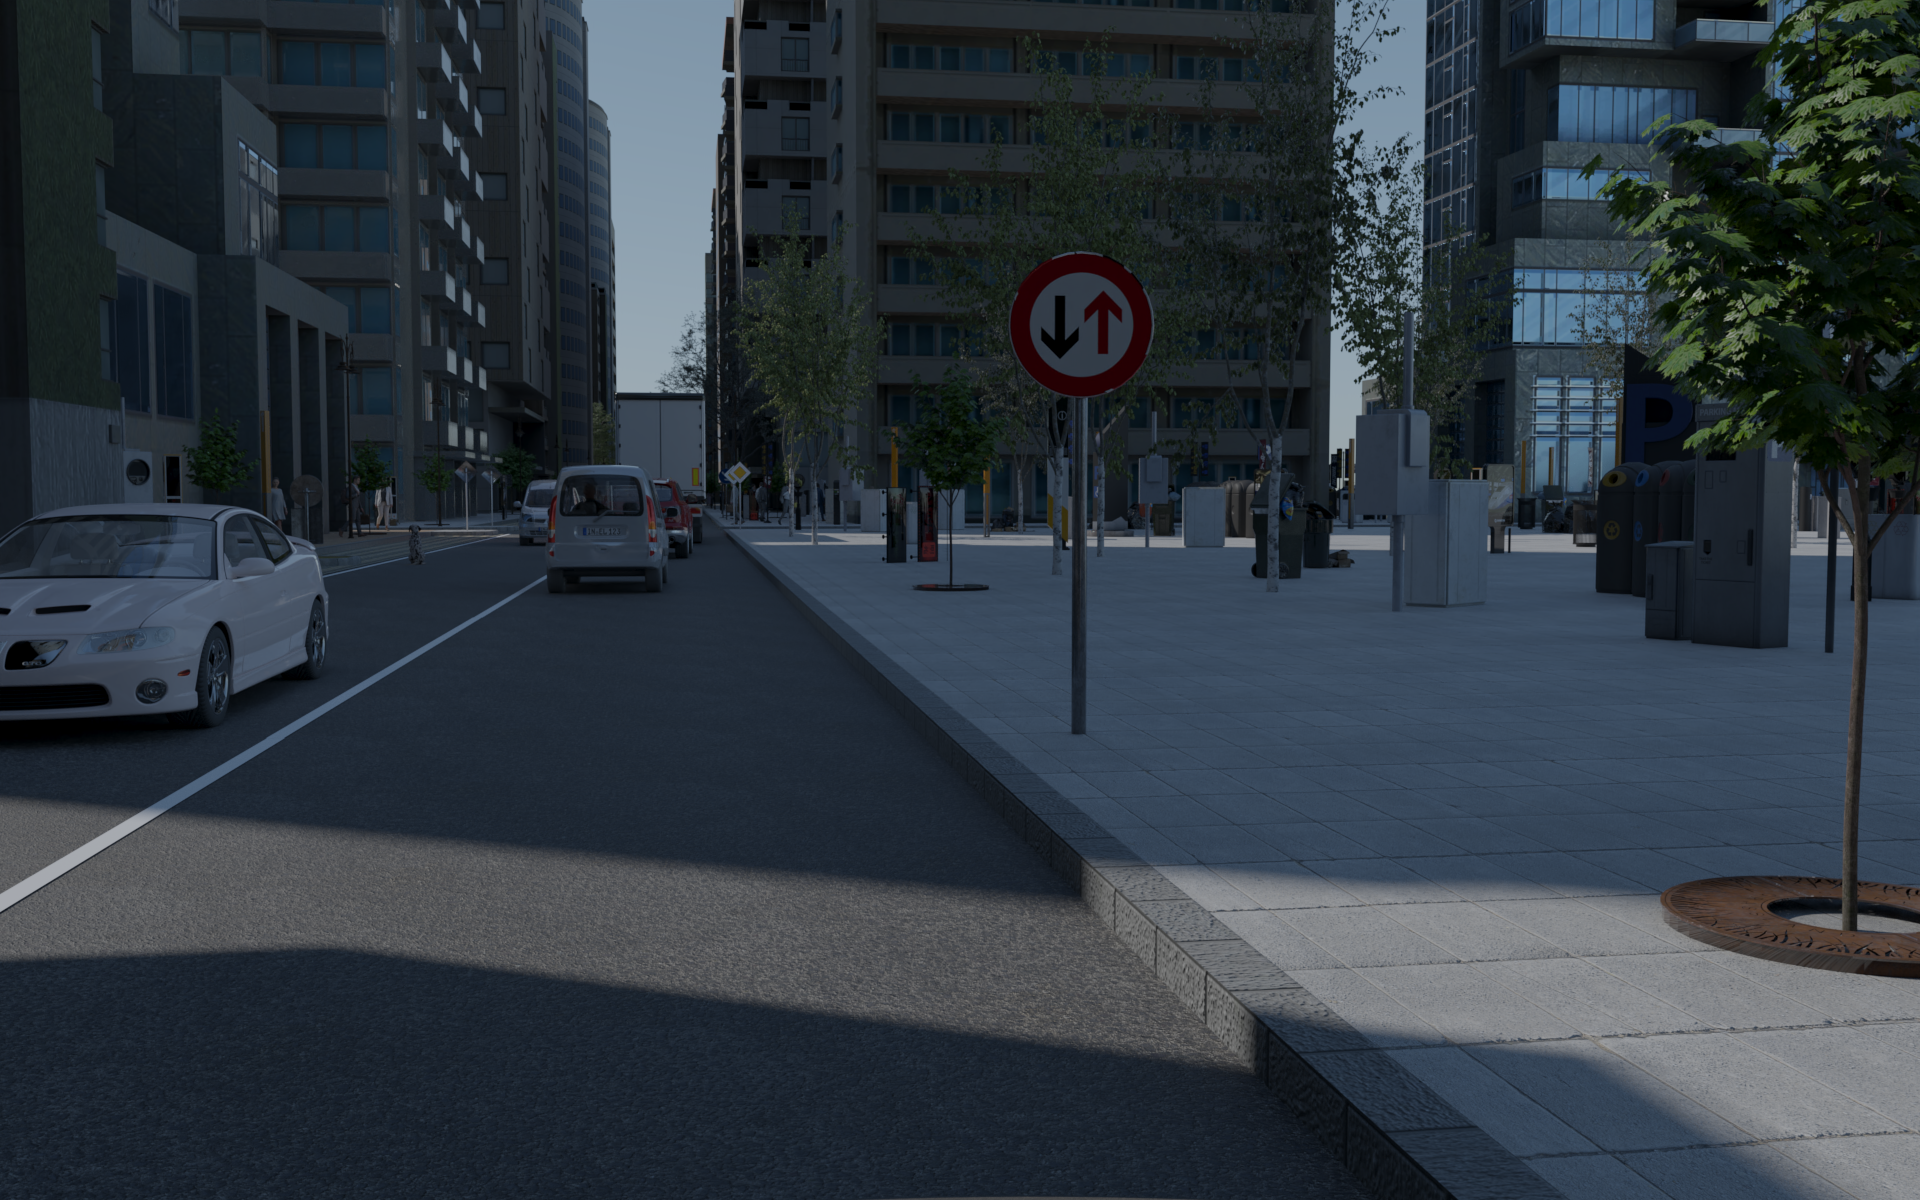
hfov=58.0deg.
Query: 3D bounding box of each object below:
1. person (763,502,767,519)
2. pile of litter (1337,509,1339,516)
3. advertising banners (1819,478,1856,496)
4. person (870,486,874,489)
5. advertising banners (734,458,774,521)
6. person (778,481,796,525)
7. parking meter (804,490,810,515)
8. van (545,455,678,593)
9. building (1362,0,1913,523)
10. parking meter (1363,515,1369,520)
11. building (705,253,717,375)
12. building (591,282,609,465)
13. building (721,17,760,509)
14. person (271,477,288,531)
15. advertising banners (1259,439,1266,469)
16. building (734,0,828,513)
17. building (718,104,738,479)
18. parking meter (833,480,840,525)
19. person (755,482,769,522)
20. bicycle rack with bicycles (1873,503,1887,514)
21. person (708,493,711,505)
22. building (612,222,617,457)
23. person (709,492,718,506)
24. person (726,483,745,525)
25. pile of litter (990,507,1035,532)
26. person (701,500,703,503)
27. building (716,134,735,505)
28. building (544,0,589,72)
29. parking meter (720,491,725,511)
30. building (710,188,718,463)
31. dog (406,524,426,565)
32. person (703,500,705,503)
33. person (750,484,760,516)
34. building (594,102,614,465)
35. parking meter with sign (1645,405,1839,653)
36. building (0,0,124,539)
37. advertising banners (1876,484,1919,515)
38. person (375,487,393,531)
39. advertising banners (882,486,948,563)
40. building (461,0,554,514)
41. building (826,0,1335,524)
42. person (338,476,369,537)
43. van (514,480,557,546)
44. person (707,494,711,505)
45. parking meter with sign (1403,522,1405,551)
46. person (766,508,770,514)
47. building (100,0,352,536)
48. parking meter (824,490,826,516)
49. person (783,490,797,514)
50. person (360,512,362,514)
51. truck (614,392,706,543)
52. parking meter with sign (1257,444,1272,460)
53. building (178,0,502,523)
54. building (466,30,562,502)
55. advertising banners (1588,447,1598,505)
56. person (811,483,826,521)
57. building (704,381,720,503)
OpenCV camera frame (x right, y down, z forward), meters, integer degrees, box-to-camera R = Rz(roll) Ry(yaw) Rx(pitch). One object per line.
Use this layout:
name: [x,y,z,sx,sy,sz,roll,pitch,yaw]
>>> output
person: [-9.982,-4.760,88.146,0.425,1.301,0.394,1,4,14]
pile of litter: [21.293,-5.287,100.402,1.719,0.858,1.176,0,4,-6]
advertising banners: [39.053,-4.922,76.663,2.074,3.025,0.090,0,4,-5]
person: [-3.612,-3.856,70.906,0.589,1.601,0.330,1,4,15]
advertising banners: [-9.984,-5.347,83.610,2.074,3.025,0.090,1,4,10]
person: [-7.186,-4.016,71.798,0.850,1.850,0.679,2,4,24]
parking meter: [-9.395,-5.978,106.143,0.372,1.533,0.369,0,3,0]
van: [-5.349,-1.194,26.529,2.013,2.044,4.112,0,4,-8]
building: [38.263,-47.433,88.207,31.000,86.520,22.319,-1,4,-9]
parking meter: [20.116,-4.738,85.877,0.372,1.533,0.369,0,3,0]
building: [-36.208,-37.387,294.878,14.154,41.232,14.086,-1,4,-9]
building: [-54.637,-28.162,232.143,14.160,30.474,14.107,-1,4,-9]
building: [-10.829,-30.970,160.986,22.147,44.769,28.867,-1,4,-9]
person: [-18.183,-2.394,45.937,0.760,1.731,0.466,-1,4,-9]
advertising banners: [9.833,-3.567,54.513,0.090,3.025,2.074,-1,4,-14]
building: [-3.257,-33.199,132.041,28.713,52.752,27.495,-1,4,-9]
building: [-14.569,-34.901,190.240,23.786,49.044,30.456,-1,4,-9]
parking meter: [-5.120,-4.056,72.029,0.255,1.863,0.399,0,4,2]
person: [-9.164,-4.539,80.348,0.679,1.850,0.850,1,4,16]
bicycle rack with bicycles: [36.965,-3.343,68.035,2.925,0.926,2.852,-1,4,-8]
person: [-28.252,-11.568,195.845,0.621,1.740,0.551,3,4,38]
building: [-66.214,-39.952,276.923,21.300,48.544,21.600,-1,4,-9]
person: [-26.286,-10.900,184.980,1.217,1.735,0.721,-2,4,-25]
person: [-9.491,-4.081,72.882,0.853,1.813,0.709,-1,4,-21]
pile of litter: [1.770,-2.764,59.160,1.719,0.858,1.176,0,4,-3]
person: [-38.633,-15.464,258.906,0.705,1.821,1.348,1,4,17]
building: [-22.608,-34.345,211.645,14.600,45.320,14.200,-1,4,-9]
building: [-52.268,-39.718,191.387,21.231,58.520,28.212,-1,4,-9]
parking meter: [-18.523,-7.738,134.928,0.372,1.533,0.369,0,3,0]
building: [-23.870,-36.080,244.526,22.147,44.769,28.867,-1,4,-9]
dog: [-11.145,-1.123,35.196,0.513,0.831,0.800,1,4,17]
person: [-35.946,-14.436,242.859,0.721,1.735,1.217,3,5,40]
person: [-11.951,-5.825,101.080,0.447,1.846,0.655,3,5,39]
building: [-61.727,-43.404,251.652,21.231,58.520,28.212,-1,4,-9]
parking meter with sign: [6.634,-1.125,14.648,0.543,3.016,1.738,-2,4,-29]
building: [-22.107,-15.488,24.929,14.160,30.474,14.107,-1,4,-9]
advertising banners: [29.606,-3.581,54.732,2.074,3.025,0.090,1,4,12]
person: [-20.152,-3.339,60.506,0.514,1.842,0.818,-3,4,-39]
advertising banners: [-0.633,-2.231,32.657,2.074,3.025,0.090,-3,5,-40]
building: [-43.600,-32.584,121.995,28.713,52.752,27.495,-1,4,-9]
building: [4.335,-28.173,84.327,21.600,48.544,21.300,-1,4,-9]
person: [-18.018,-2.779,51.450,0.822,1.834,0.622,0,4,-5]
van: [-11.685,-2.600,49.525,2.013,2.044,4.112,-1,4,-11]
person: [-29.227,-11.916,201.532,0.621,1.740,0.551,1,4,17]
parking meter with sign: [10.221,-2.628,39.235,0.543,3.016,1.738,1,4,10]
person: [-12.069,-6.215,107.496,0.795,1.843,0.661,2,4,26]
building: [-34.587,-44.724,43.907,31.000,86.520,22.319,-1,4,-9]
parking meter: [-7.833,-5.752,102.463,0.372,1.533,0.369,0,3,0]
person: [-11.076,-6.563,113.558,0.699,1.804,1.509,-1,4,-21]
person: [-25.436,-3.999,71.637,1.509,1.804,0.699,0,4,7]
truck: [-9.186,-3.941,53.344,2.839,4.237,11.283,-1,4,-9]
parking meter with sign: [10.858,-3.901,60.046,0.543,3.016,1.738,-1,4,-10]
building: [-36.151,-28.521,85.920,23.786,49.044,30.456,-1,4,-9]
building: [-41.708,-28.362,147.313,14.154,41.232,14.086,-1,4,-9]
advertising banners: [24.103,-4.238,65.478,0.090,3.025,2.074,3,5,42]
person: [-6.657,-4.616,81.700,0.721,1.800,0.419,1,4,13]
building: [-26.576,-26.309,275.190,27.650,21.520,28.899,-1,4,-9]
